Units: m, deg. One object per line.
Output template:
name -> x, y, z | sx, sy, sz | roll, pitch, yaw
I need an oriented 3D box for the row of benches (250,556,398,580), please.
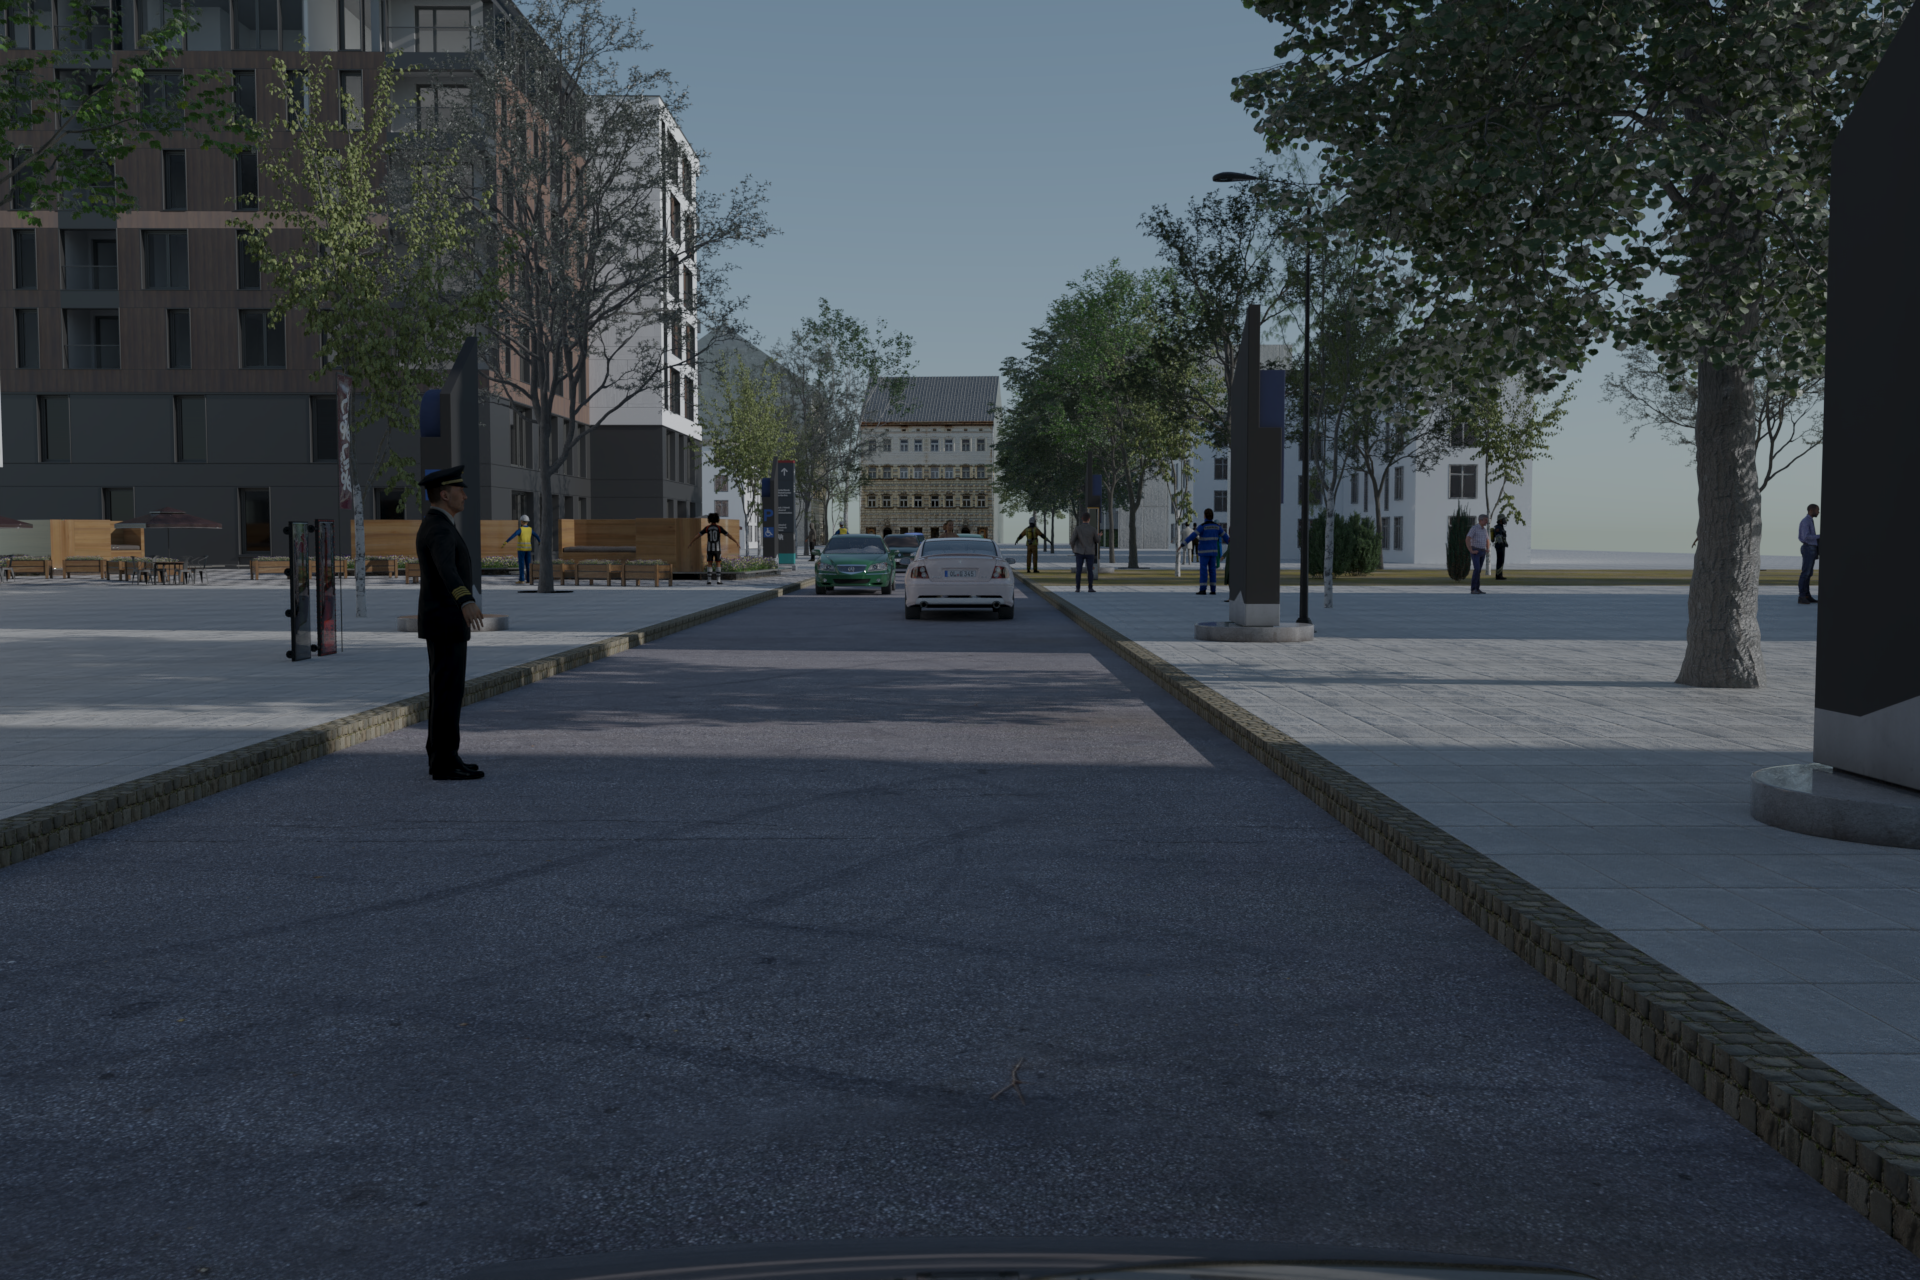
row of benches -> -18.168, -2.071, 49.316 | 4.104, 0.672, 1.422 | -2, 4, -35

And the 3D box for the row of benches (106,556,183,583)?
row of benches -> -22.202, -1.931, 47.029 | 1.422, 0.672, 4.104 | -3, 5, -44

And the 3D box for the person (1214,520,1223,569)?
person -> 9.447, -3.518, 63.647 | 0.704, 1.817, 1.347 | -3, 4, -37

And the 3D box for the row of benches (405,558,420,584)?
row of benches -> -14.096, -1.875, 46.116 | 1.422, 0.672, 4.104 | 0, 4, -7

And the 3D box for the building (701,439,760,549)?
building -> -23.709, -13.768, 167.262 | 9.099, 9.664, 28.070 | 0, 4, -1

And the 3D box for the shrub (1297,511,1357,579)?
shrub -> 10.541, -2.794, 49.731 | 1.661, 2.075, 1.752 | 0, 3, 0

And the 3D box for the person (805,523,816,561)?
person -> -6.960, -4.588, 81.134 | 0.705, 1.813, 1.348 | -1, 4, -22

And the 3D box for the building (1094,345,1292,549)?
building -> 22.577, -18.574, 170.147 | 16.747, 18.905, 31.486 | 0, 3, 0

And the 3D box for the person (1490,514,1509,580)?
person -> 15.190, -2.617, 48.572 | 0.705, 1.856, 1.354 | 2, 4, 23

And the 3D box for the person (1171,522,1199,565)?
person -> 9.496, -4.055, 72.484 | 1.347, 1.806, 0.705 | 0, 4, -3

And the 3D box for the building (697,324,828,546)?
building -> -24.662, -21.964, 190.032 | 19.493, 23.208, 18.063 | 0, 4, 1

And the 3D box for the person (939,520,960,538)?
person -> -0.184, -1.657, 36.349 | 1.217, 1.733, 0.721 | -1, 4, -19

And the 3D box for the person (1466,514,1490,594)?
person -> 11.189, -1.849, 37.208 | 0.756, 1.711, 0.436 | -2, 4, -29

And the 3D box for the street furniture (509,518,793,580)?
street furniture -> -7.909, -2.746, 51.752 | 9.812, 1.723, 11.010 | 0, 4, 6

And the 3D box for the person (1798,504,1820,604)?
person -> 15.734, -1.585, 31.827 | 0.599, 1.838, 0.709 | 2, 4, 33

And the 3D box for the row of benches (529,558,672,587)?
row of benches -> -8.858, -1.680, 42.935 | 4.104, 0.672, 1.422 | 2, 4, 27

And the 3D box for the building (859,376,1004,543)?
building -> -3.614, -24.855, 239.772 | 18.063, 23.208, 19.493 | 0, 4, 5

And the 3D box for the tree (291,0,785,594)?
tree -> -8.890, -7.771, 37.419 | 12.009, 13.543, 11.850 | 0, 3, 0

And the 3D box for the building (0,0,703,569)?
building -> -27.852, -14.353, 78.650 | 27.936, 21.610, 32.646 | 0, 4, -1

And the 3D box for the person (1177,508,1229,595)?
person -> 5.223, -1.872, 36.578 | 1.345, 1.831, 0.704 | -1, 4, -21

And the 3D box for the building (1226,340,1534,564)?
building -> 20.307, -8.963, 88.691 | 9.099, 9.664, 28.070 | 0, 4, 0

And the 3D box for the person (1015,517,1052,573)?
person -> 2.408, -3.160, 57.428 | 1.354, 1.858, 0.705 | 2, 4, 26

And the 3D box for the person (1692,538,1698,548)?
person -> 19.801, -2.416, 45.351 | 0.705, 1.847, 1.347 | -3, 5, -44

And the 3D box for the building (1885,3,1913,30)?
building -> 23.082, -10.729, 31.835 | 16.016, 20.090, 11.380 | 0, 4, 0

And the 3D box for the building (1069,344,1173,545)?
building -> 22.498, -22.538, 199.422 | 19.493, 23.208, 18.063 | 0, 4, 0

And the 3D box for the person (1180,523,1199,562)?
person -> 10.765, -4.482, 79.424 | 1.346, 1.812, 0.704 | 0, 4, 4

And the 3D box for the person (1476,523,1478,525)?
person -> 22.032, -4.110, 73.923 | 1.216, 1.740, 0.721 | -3, 5, -43

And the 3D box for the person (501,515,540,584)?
person -> -11.318, -2.346, 44.826 | 0.721, 1.772, 1.216 | 3, 5, 42

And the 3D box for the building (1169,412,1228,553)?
building -> 20.501, -10.844, 119.451 | 9.099, 9.664, 28.070 | 0, 3, 0

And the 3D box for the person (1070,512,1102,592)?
person -> 2.798, -1.936, 38.234 | 0.617, 1.759, 0.750 | 1, 4, 17

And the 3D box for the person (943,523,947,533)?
person -> -0.474, -2.964, 57.137 | 0.704, 1.802, 1.346 | 1, 4, 9

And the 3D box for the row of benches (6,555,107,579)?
row of benches -> -26.461, -2.079, 49.447 | 4.104, 0.672, 1.422 | -1, 4, -16

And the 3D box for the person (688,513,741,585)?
person -> -6.253, -2.317, 44.027 | 1.345, 1.843, 0.704 | 0, 4, -3

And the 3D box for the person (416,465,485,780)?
person -> -3.000, -0.111, 10.205 | 0.705, 1.837, 1.347 | -1, 4, -22

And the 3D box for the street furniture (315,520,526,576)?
street furniture -> -18.380, -2.981, 55.591 | 9.812, 1.723, 11.010 | -1, 4, -17

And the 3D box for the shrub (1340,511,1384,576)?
shrub -> 12.055, -2.947, 52.610 | 1.690, 2.028, 1.600 | 0, 3, 0

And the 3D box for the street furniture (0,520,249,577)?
street furniture -> -30.432, -3.049, 56.705 | 9.812, 1.723, 11.010 | 3, 4, 36

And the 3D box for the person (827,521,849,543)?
person -> -5.183, -4.255, 75.541 | 1.349, 1.833, 0.705 | -3, 5, -42

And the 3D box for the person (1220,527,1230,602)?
person -> 5.084, -1.436, 32.698 | 0.599, 1.438, 0.989 | 2, 4, 24
